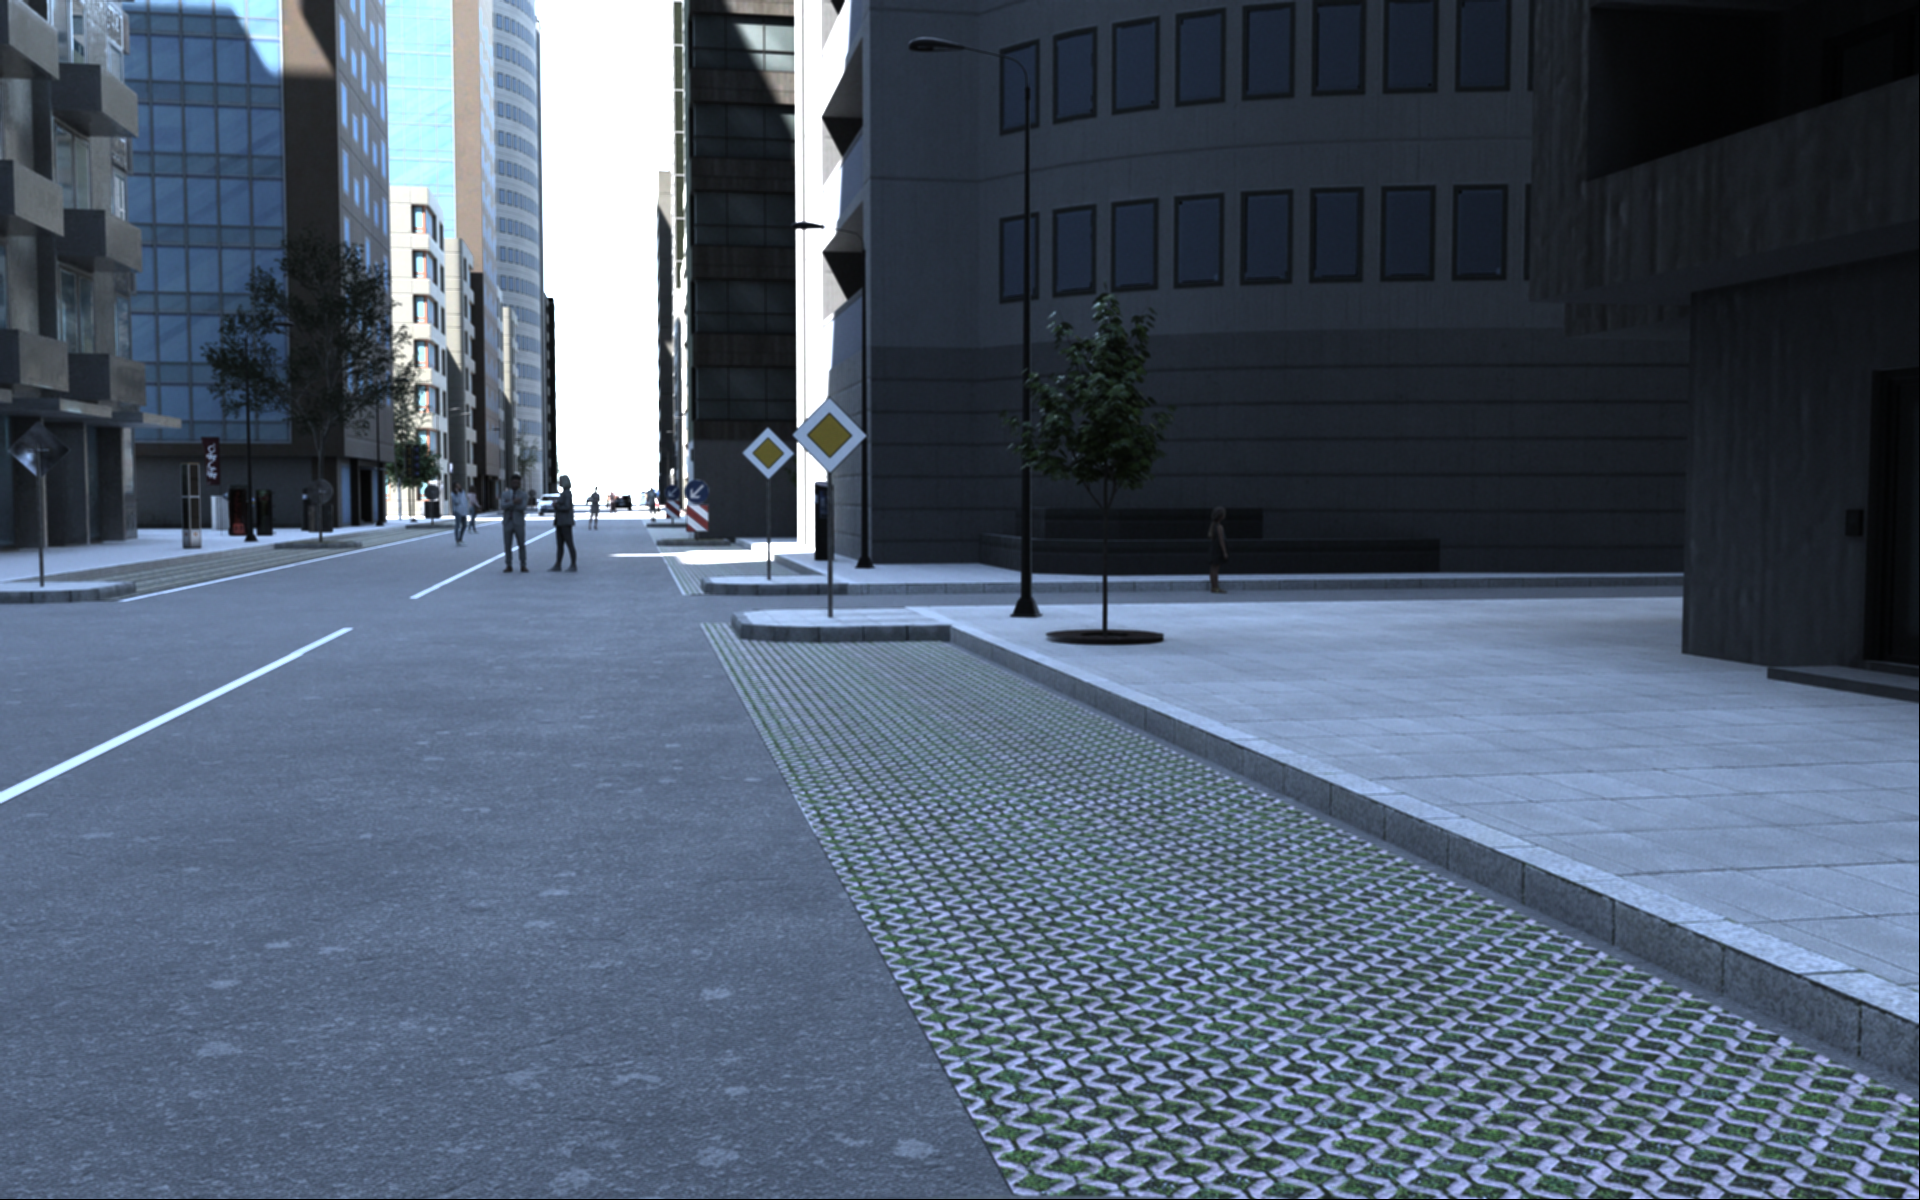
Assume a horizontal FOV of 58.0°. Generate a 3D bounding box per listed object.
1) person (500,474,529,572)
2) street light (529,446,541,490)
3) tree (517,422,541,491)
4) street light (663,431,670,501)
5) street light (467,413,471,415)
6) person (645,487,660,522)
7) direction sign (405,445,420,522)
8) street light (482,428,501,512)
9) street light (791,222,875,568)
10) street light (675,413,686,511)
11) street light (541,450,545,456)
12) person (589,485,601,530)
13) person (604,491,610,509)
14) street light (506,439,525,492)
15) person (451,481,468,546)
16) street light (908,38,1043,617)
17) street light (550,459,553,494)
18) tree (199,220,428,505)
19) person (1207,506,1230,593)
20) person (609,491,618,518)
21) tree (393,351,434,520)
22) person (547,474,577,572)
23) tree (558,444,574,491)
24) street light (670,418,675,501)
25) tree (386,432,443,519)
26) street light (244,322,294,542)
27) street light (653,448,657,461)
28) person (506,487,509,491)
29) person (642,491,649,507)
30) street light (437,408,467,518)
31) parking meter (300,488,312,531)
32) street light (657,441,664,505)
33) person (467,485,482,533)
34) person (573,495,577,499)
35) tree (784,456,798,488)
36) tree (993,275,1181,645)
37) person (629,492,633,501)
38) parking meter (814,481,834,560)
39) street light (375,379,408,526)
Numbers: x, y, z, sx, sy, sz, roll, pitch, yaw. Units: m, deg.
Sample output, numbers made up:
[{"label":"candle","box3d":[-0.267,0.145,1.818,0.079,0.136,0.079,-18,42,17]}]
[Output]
[{"label":"person","box3d":[-8.191,-1.416,31.834,0.511,1.800,0.466,-1,4,-22]},{"label":"street light","box3d":[-41.998,-12.016,168.995,1.470,5.913,1.316,-1,4,-11]},{"label":"tree","box3d":[-43.723,-13.527,171.527,4.360,8.622,3.978,0,3,0]},{"label":"street light","box3d":[-20.975,-9.520,128.186,1.470,5.913,1.316,-1,4,-11]},{"label":"street light","box3d":[-28.681,-7.745,99.172,1.470,5.913,1.316,-1,4,-11]},{"label":"person","box3d":[-15.757,-4.905,88.817,0.709,1.813,0.853,-1,4,-20]},{"label":"direction sign","box3d":[-25.143,-5.358,79.596,0.379,3.537,0.876,2,4,23]},{"label":"street light","box3d":[-33.174,-9.175,122.553,1.470,5.913,1.316,-1,4,-11]},{"label":"street light","box3d":[-2.184,-3.502,29.795,1.470,5.913,1.316,-1,4,-11]},{"label":"street light","box3d":[-15.502,-7.788,99.876,1.470,5.913,1.316,-1,4,-11]},{"label":"street light","box3d":[-44.188,-12.711,180.360,1.470,5.913,1.316,-1,4,-11]},{"label":"person","box3d":[-14.694,-3.724,69.729,0.599,1.781,0.374,-2,4,-34]},{"label":"person","box3d":[-34.426,-9.802,169.482,1.217,1.735,0.721,3,4,37]},{"label":"street light","box3d":[-37.487,-10.575,145.440,1.470,5.913,1.316,-1,4,-11]},{"label":"person","box3d":[-13.879,-2.401,48.017,0.793,1.790,0.793,-1,4,-10]},{"label":"street light","box3d":[0.164,-2.775,17.908,1.470,5.913,1.316,-1,4,-11]},{"label":"street light","box3d":[-48.575,-14.110,203.233,1.470,5.913,1.316,-1,4,-11]},{"label":"tree","box3d":[-22.428,-7.683,60.028,8.767,10.594,7.601,0,4,6]},{"label":"person","box3d":[3.749,-0.727,25.059,0.373,1.253,0.362,0,4,-7]},{"label":"person","box3d":[-21.152,-5.850,105.614,0.415,1.643,0.593,3,4,38]},{"label":"tree","box3d":[-27.445,-8.186,84.197,4.360,8.622,3.978,0,3,0]},{"label":"person","box3d":[-7.359,-1.428,32.030,0.526,1.800,0.537,-1,4,-21]},{"label":"tree","box3d":[-58.989,-18.610,254.636,4.360,8.622,3.978,0,3,0]},{"label":"street light","box3d":[-16.611,-8.100,104.976,1.470,5.913,1.316,-1,4,-11]},{"label":"tree","box3d":[-28.355,-6.445,89.085,4.285,4.588,4.351,0,3,0]},{"label":"street light","box3d":[-18.634,-4.538,46.741,1.470,5.913,1.316,-1,4,-11]},{"label":"street light","box3d":[-31.877,-13.026,185.517,1.470,5.913,1.316,-1,4,-11]},{"label":"person","box3d":[-24.785,-5.301,95.188,0.660,1.820,0.620,-1,4,-13]},{"label":"person","box3d":[-33.370,-10.790,185.016,1.348,1.812,0.705,1,4,20]},{"label":"street light","box3d":[-27.680,-7.412,93.724,1.470,5.913,1.316,-1,4,-11]},{"label":"parking meter","box3d":[-22.895,-3.197,60.675,0.372,1.533,0.369,0,3,0]},{"label":"street light","box3d":[-25.533,-10.958,151.708,1.470,5.913,1.316,-1,4,-11]},{"label":"person","box3d":[-17.807,-3.313,63.255,0.593,1.750,0.643,3,5,43]},{"label":"person","box3d":[-33.543,-8.548,149.084,1.217,1.723,0.721,-2,4,-24]},{"label":"tree","box3d":[-3.926,-3.337,49.161,1.663,3.219,1.824,0,3,0]},{"label":"tree","box3d":[1.366,-1.262,15.239,1.663,3.219,1.824,0,3,0]},{"label":"person","box3d":[-45.577,-14.067,239.433,0.756,1.711,0.436,1,4,17]},{"label":"parking meter","box3d":[-2.636,-1.540,33.592,0.372,1.533,0.369,0,3,0]},{"label":"street light","box3d":[-22.827,-5.939,69.651,1.470,5.913,1.316,-1,4,-11]}]
